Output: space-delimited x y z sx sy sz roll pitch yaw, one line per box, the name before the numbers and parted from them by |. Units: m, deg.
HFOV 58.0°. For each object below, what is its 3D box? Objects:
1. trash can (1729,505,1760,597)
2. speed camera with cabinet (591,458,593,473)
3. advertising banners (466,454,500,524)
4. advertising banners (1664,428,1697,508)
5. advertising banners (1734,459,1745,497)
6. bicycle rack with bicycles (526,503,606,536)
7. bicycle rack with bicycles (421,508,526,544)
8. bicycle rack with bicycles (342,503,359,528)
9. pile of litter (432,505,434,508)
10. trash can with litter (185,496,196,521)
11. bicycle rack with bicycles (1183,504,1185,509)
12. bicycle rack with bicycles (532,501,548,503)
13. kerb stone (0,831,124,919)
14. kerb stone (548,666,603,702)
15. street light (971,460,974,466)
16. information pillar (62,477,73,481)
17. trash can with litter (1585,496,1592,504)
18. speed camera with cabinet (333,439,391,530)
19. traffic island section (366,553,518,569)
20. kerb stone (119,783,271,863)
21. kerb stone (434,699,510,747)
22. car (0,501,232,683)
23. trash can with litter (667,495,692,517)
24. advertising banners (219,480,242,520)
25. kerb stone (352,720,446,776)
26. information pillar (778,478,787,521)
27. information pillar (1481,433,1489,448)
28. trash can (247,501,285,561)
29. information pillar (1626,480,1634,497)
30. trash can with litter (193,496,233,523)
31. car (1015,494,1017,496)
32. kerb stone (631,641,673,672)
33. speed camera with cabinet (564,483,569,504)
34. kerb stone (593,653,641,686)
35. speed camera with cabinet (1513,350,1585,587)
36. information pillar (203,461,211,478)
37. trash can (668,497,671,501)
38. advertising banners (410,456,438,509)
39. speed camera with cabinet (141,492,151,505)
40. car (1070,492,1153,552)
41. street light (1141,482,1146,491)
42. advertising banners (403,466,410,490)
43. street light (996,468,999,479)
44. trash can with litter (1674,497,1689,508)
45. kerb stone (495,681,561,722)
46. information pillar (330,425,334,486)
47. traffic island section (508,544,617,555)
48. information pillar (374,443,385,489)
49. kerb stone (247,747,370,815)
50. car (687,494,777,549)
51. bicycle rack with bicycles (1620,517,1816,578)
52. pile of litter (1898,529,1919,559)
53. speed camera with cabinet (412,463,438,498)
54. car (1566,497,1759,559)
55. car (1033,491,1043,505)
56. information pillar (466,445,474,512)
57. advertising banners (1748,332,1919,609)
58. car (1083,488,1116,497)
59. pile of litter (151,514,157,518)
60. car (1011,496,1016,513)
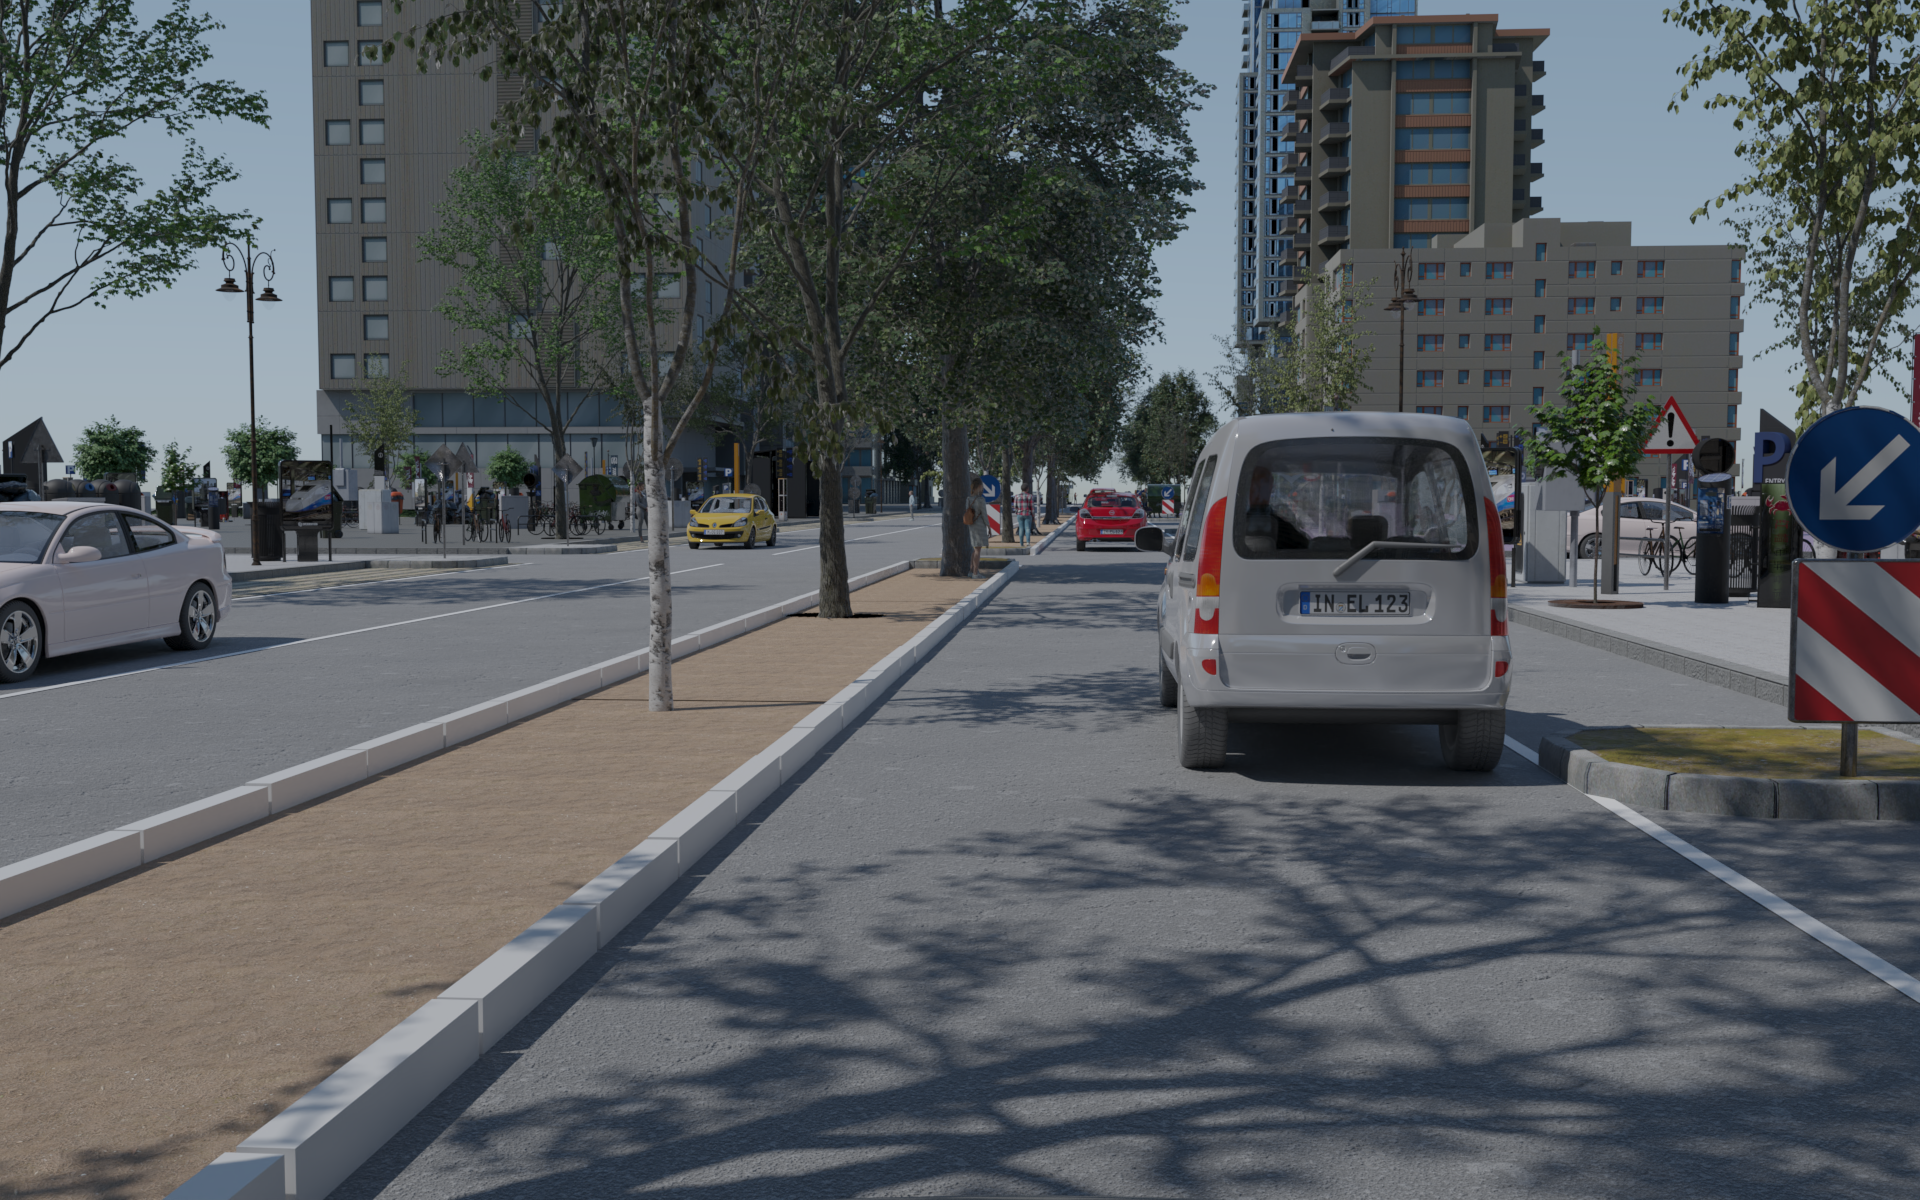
trash can | 9.679 -0.616 21.720 0.748 1.137 0.748 0 3 0
speed camera with cabinet | -19.381 -6.126 94.496 2.038 3.252 0.660 1 4 21
advertising banners | -20.801 -4.847 75.440 2.074 3.025 0.090 2 4 31
advertising banners | 18.824 -3.000 45.232 0.090 3.025 2.074 3 5 43
advertising banners | 38.252 -5.434 85.041 0.090 3.025 2.074 3 4 36
bicycle rack with bicycles | -12.331 -2.488 54.063 2.852 0.926 2.925 3 5 45
bicycle rack with bicycles | -13.139 -1.986 45.856 2.852 0.926 2.925 -1 4 -19
bicycle rack with bicycles | -23.140 -3.164 65.107 2.925 0.926 2.852 -3 4 -39
pile of litter | -23.585 -3.923 78.114 1.719 0.858 1.176 0 4 3
trash can with litter | -37.275 -4.447 84.097 0.624 1.170 1.055 -2 4 -28
bicycle rack with bicycles | 15.925 -6.059 112.439 2.852 0.926 2.925 3 5 41
bicycle rack with bicycles | -16.170 -3.425 69.381 2.852 0.926 2.925 -1 4 -10
kerb stone | -3.243 0.992 6.150 0.120 0.150 1.000 0 4 5
kerb stone | -2.747 0.607 12.268 0.120 0.150 1.000 0 4 5
street light | 1.457 -14.043 202.386 0.468 5.910 1.993 0 4 5
information pillar | -38.739 -4.329 75.263 0.304 2.012 0.304 1 4 18
trash can with litter | 29.147 -4.450 83.809 2.233 1.210 1.678 -1 4 -16
speed camera with cabinet | -21.330 -4.124 61.766 2.038 3.252 0.660 1 4 16
traffic island section | -10.290 -0.749 34.521 2.009 0.180 2.903 0 4 5
kerb stone | -3.160 0.929 7.168 0.120 0.150 1.000 0 4 5
kerb stone | -2.904 0.732 10.226 0.120 0.150 1.000 0 4 5
car | -7.975 -0.141 14.660 2.083 1.381 4.827 0 4 3
trash can with litter | -15.327 -5.229 96.557 2.233 1.210 1.678 3 5 44
advertising banners | -35.536 -5.335 83.415 2.074 3.025 0.090 -1 4 -9
kerb stone | -2.995 0.794 9.208 0.120 0.150 1.000 0 4 5
information pillar | -8.315 -4.699 81.319 0.304 2.012 0.304 2 4 26
information pillar | 20.032 -4.578 66.210 0.183 3.616 0.504 -1 4 -14
trash can | -13.267 -1.317 33.192 0.748 1.137 0.748 0 3 0
information pillar | 35.873 -5.401 92.801 0.304 2.012 0.304 0 4 3
trash can with litter | -34.108 -4.154 78.973 1.678 1.210 2.233 2 4 31
car | 5.111 -8.078 141.860 2.009 1.686 4.222 0 4 6
kerb stone | -2.575 0.482 14.319 0.120 0.150 1.000 0 4 5
speed camera with cabinet | -23.036 -6.478 100.249 0.660 3.252 2.038 -1 4 -19
kerb stone | -2.660 0.545 13.286 0.120 0.150 1.000 0 4 5
speed camera with cabinet | 8.363 -1.852 24.609 0.660 3.252 2.038 0 4 7
information pillar | -52.121 -7.865 119.949 0.504 3.616 0.183 -1 4 -10
trash can | -12.655 -3.861 74.774 0.748 1.137 0.748 0 3 0
advertising banners | -24.816 -5.155 80.471 0.090 3.025 2.074 1 4 12
speed camera with cabinet | -56.814 -7.632 119.113 0.660 3.252 2.038 3 5 43
car | 3.902 -2.181 44.692 2.155 1.783 4.494 0 4 5
street light | 26.280 -17.012 250.927 0.468 5.910 1.993 0 4 5
advertising banners | -33.969 -6.901 109.024 2.074 3.025 0.090 -2 4 -32
street light | 5.422 -16.954 249.992 0.468 5.910 1.993 0 4 5
trash can with litter | 38.723 -5.067 93.905 1.678 1.210 2.233 -3 5 -39
kerb stone | -2.824 0.670 11.248 0.120 0.150 1.000 0 4 5
information pillar | -21.241 -4.113 58.604 0.183 3.616 0.504 -1 4 -19
traffic island section | -9.636 -1.235 42.479 2.009 0.180 2.903 0 4 5
information pillar | -26.618 -5.391 79.499 0.504 3.616 0.183 1 4 10
kerb stone | -3.073 0.857 8.186 0.120 0.150 1.000 0 4 5
car | -6.078 -2.205 46.271 2.015 1.641 3.980 0 4 6
bicycle rack with bicycles | 11.379 -0.822 26.828 2.852 0.926 2.925 0 4 -5
pile of litter | 11.909 -0.463 21.529 1.719 0.858 1.176 3 5 41
speed camera with cabinet | -34.640 -7.204 112.121 0.660 3.252 2.038 1 4 19
car | 14.411 -1.452 36.104 4.827 1.381 2.083 0 4 5
car | 10.411 -14.110 239.366 2.281 1.827 5.304 0 4 5
information pillar | -23.435 -5.594 82.823 0.183 3.616 0.504 -3 5 -42
advertising banners | 9.849 -1.398 19.047 2.074 3.025 0.090 2 4 25
car | 8.429 -5.721 102.219 2.281 1.827 5.304 0 4 4
pile of litter | -46.996 -5.231 99.497 1.176 0.858 1.719 3 4 38
car | 3.779 -6.128 112.777 1.945 1.354 3.894 0 4 3
